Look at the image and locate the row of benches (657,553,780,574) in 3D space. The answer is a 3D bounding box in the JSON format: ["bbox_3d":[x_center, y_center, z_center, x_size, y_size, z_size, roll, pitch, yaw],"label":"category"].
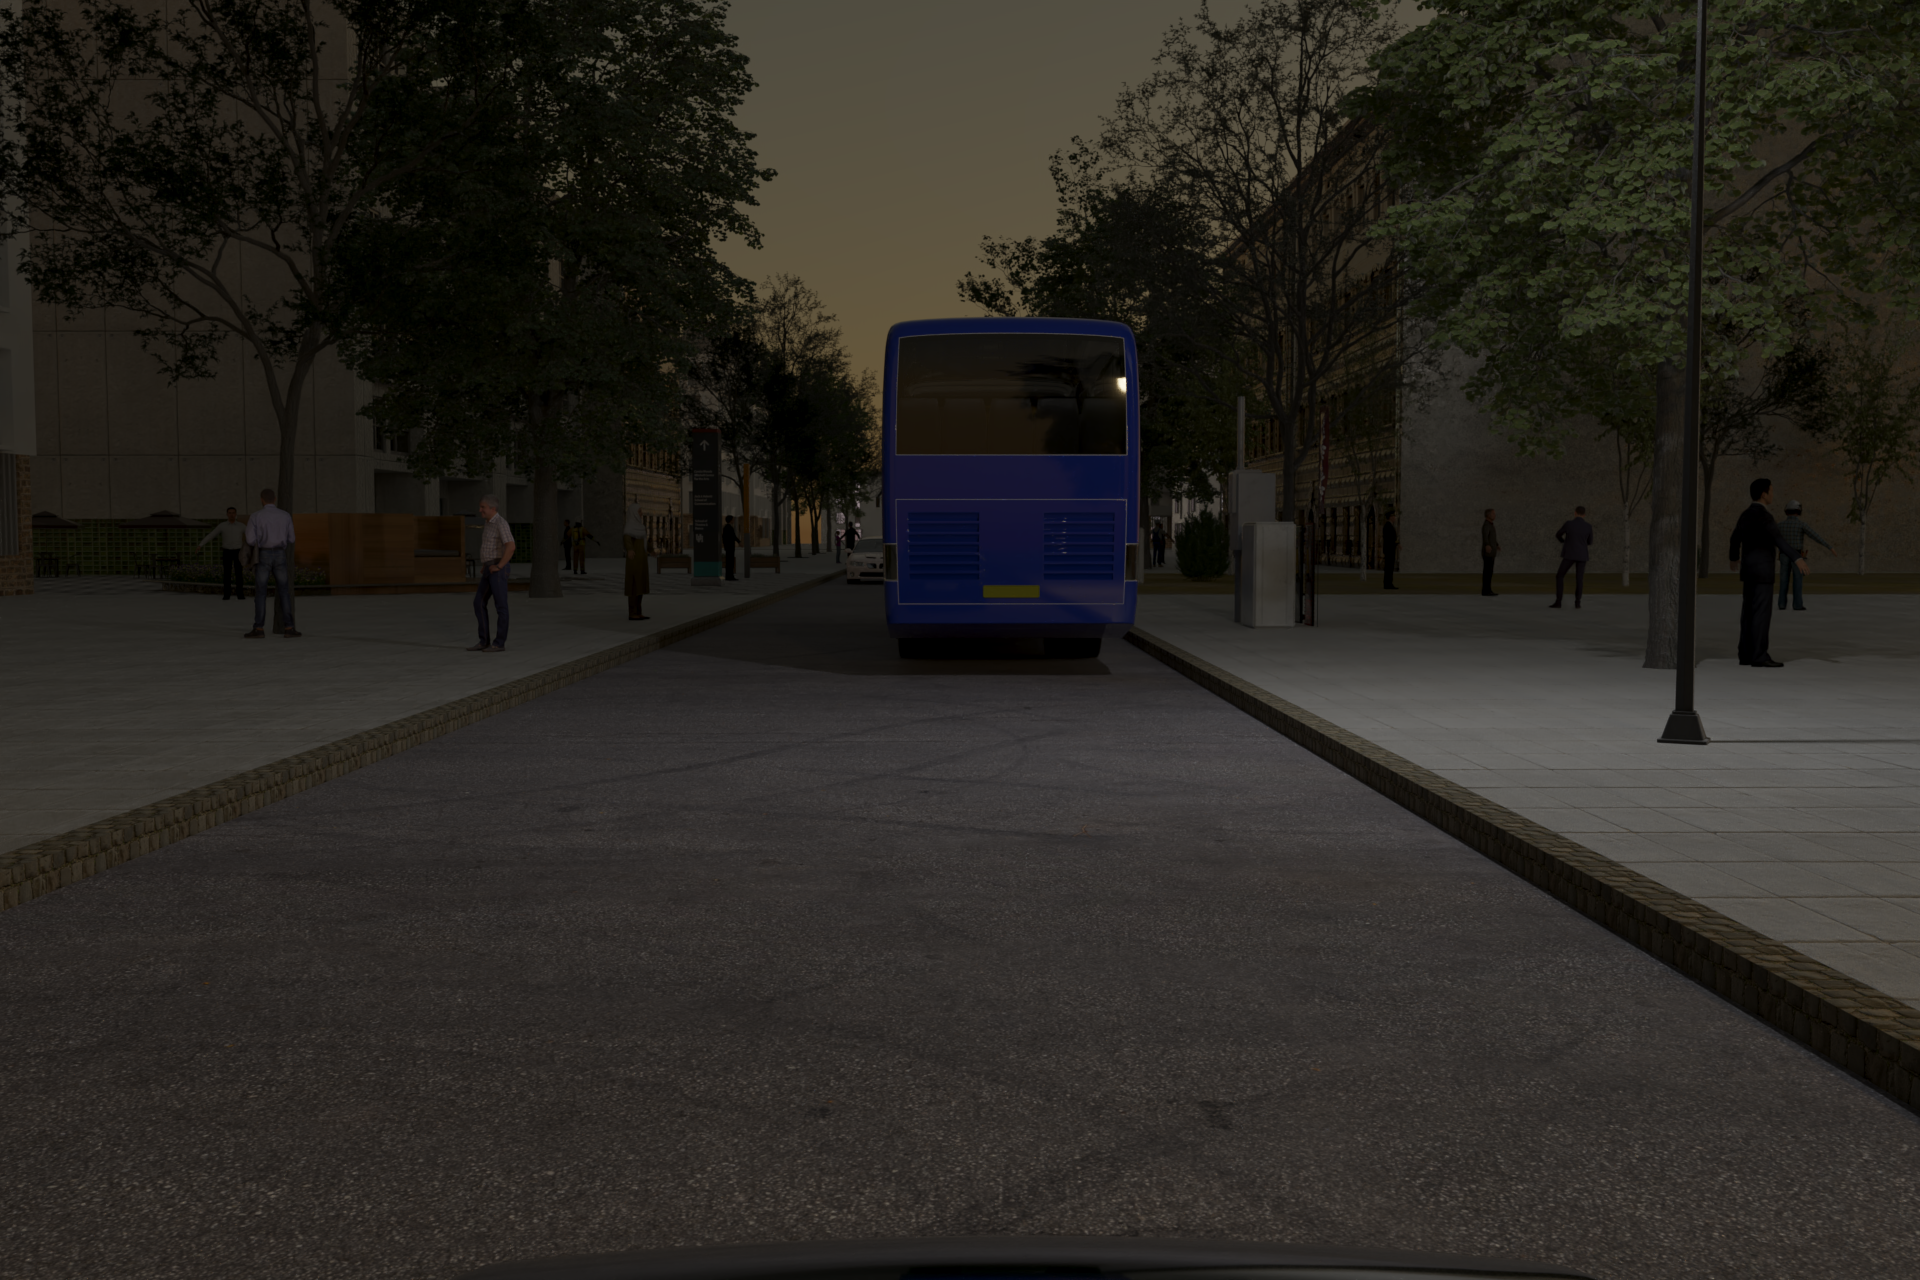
[{"bbox_3d":[-7.929,-2.496,56.275,4.104,0.672,1.422,-1,4,-15],"label":"row of benches"}]

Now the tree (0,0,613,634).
[{"bbox_3d":[-8.652,-5.335,21.634,8.767,10.594,7.601,-1,4,-12],"label":"tree"}]

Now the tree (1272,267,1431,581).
[{"bbox_3d":[11.240,-5.931,47.327,4.360,8.622,3.978,0,3,0],"label":"tree"}]

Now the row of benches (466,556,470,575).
[{"bbox_3d":[-15.780,-2.348,53.854,1.422,0.672,4.104,-1,4,-9],"label":"row of benches"}]

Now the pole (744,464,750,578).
[{"bbox_3d":[-6.189,-3.453,50.294,0.158,3.312,0.155,0,3,0],"label":"pole"}]

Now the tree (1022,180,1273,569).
[{"bbox_3d":[6.779,-9.554,62.867,9.857,13.997,8.962,0,3,0],"label":"tree"}]

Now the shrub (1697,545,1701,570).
[{"bbox_3d":[22.614,-2.623,54.002,1.383,1.207,1.383,0,3,0],"label":"shrub"}]

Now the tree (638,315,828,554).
[{"bbox_3d":[-8.605,-8.204,68.545,7.601,10.594,8.767,2,4,33],"label":"tree"}]

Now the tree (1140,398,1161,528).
[{"bbox_3d":[6.854,-7.569,74.109,4.360,8.622,3.978,0,3,0],"label":"tree"}]

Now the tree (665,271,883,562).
[{"bbox_3d":[-8.420,-10.386,80.186,12.009,13.543,11.850,0,3,0],"label":"tree"}]

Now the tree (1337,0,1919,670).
[{"bbox_3d":[6.859,-5.974,15.803,7.486,12.596,7.792,0,3,0],"label":"tree"}]

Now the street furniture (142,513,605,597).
[{"bbox_3d":[-14.956,-2.027,40.002,11.010,1.723,9.812,-3,5,-43],"label":"street furniture"}]

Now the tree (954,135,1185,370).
[{"bbox_3d":[5.449,-14.036,85.383,12.611,20.169,13.585,0,3,0],"label":"tree"}]

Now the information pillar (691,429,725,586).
[{"bbox_3d":[-6.256,-3.273,42.891,0.750,3.857,0.750,0,4,0],"label":"information pillar"}]

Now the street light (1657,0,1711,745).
[{"bbox_3d":[5.010,-2.322,10.513,1.470,5.913,1.316,0,4,-1],"label":"street light"}]

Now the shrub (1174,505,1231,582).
[{"bbox_3d":[6.596,-2.625,46.965,1.661,2.075,1.752,0,3,0],"label":"shrub"}]

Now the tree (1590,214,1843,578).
[{"bbox_3d":[21.955,-7.075,50.092,7.601,10.594,8.767,-1,4,-13],"label":"tree"}]

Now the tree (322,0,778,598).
[{"bbox_3d":[-8.516,-7.838,34.809,9.857,13.997,8.962,0,3,0],"label":"tree"}]

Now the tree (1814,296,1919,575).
[{"bbox_3d":[28.822,-6.381,54.685,4.737,8.622,4.395,0,3,0],"label":"tree"}]

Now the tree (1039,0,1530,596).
[{"bbox_3d":[6.955,-7.687,36.061,12.009,13.543,11.850,0,3,0],"label":"tree"}]

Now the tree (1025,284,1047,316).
[{"bbox_3d":[5.610,-16.794,130.472,12.611,20.169,13.585,0,3,0],"label":"tree"}]

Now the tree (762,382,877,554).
[{"bbox_3d":[-9.366,-11.515,114.018,9.928,11.665,9.643,0,3,0],"label":"tree"}]

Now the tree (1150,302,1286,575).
[{"bbox_3d":[8.214,-6.309,53.521,4.737,8.622,4.395,0,3,0],"label":"tree"}]

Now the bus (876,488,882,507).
[{"bbox_3d":[-1.479,-4.501,65.139,2.896,3.916,12.251,0,4,-1],"label":"bus"}]

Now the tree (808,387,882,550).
[{"bbox_3d":[-9.186,-14.024,139.656,12.009,13.543,11.850,0,3,0],"label":"tree"}]

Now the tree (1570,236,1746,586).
[{"bbox_3d":[16.550,-5.625,42.330,4.737,8.622,4.395,0,3,0],"label":"tree"}]

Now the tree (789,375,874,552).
[{"bbox_3d":[-9.777,-12.590,123.965,7.486,12.596,7.792,0,3,0],"label":"tree"}]

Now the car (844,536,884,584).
[{"bbox_3d":[-2.342,-2.366,51.051,2.083,1.381,4.827,0,4,-1],"label":"car"}]

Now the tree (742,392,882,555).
[{"bbox_3d":[-8.892,-10.426,104.879,8.767,10.594,7.601,-1,4,-14],"label":"tree"}]

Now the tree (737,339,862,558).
[{"bbox_3d":[-8.822,-10.199,92.505,9.928,11.665,9.643,0,3,0],"label":"tree"}]

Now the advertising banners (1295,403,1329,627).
[{"bbox_3d":[4.903,-1.716,24.239,0.090,3.025,2.074,0,4,-1],"label":"advertising banners"}]

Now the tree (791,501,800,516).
[{"bbox_3d":[-23.669,-17.367,234.319,4.737,8.622,4.395,0,3,0],"label":"tree"}]
